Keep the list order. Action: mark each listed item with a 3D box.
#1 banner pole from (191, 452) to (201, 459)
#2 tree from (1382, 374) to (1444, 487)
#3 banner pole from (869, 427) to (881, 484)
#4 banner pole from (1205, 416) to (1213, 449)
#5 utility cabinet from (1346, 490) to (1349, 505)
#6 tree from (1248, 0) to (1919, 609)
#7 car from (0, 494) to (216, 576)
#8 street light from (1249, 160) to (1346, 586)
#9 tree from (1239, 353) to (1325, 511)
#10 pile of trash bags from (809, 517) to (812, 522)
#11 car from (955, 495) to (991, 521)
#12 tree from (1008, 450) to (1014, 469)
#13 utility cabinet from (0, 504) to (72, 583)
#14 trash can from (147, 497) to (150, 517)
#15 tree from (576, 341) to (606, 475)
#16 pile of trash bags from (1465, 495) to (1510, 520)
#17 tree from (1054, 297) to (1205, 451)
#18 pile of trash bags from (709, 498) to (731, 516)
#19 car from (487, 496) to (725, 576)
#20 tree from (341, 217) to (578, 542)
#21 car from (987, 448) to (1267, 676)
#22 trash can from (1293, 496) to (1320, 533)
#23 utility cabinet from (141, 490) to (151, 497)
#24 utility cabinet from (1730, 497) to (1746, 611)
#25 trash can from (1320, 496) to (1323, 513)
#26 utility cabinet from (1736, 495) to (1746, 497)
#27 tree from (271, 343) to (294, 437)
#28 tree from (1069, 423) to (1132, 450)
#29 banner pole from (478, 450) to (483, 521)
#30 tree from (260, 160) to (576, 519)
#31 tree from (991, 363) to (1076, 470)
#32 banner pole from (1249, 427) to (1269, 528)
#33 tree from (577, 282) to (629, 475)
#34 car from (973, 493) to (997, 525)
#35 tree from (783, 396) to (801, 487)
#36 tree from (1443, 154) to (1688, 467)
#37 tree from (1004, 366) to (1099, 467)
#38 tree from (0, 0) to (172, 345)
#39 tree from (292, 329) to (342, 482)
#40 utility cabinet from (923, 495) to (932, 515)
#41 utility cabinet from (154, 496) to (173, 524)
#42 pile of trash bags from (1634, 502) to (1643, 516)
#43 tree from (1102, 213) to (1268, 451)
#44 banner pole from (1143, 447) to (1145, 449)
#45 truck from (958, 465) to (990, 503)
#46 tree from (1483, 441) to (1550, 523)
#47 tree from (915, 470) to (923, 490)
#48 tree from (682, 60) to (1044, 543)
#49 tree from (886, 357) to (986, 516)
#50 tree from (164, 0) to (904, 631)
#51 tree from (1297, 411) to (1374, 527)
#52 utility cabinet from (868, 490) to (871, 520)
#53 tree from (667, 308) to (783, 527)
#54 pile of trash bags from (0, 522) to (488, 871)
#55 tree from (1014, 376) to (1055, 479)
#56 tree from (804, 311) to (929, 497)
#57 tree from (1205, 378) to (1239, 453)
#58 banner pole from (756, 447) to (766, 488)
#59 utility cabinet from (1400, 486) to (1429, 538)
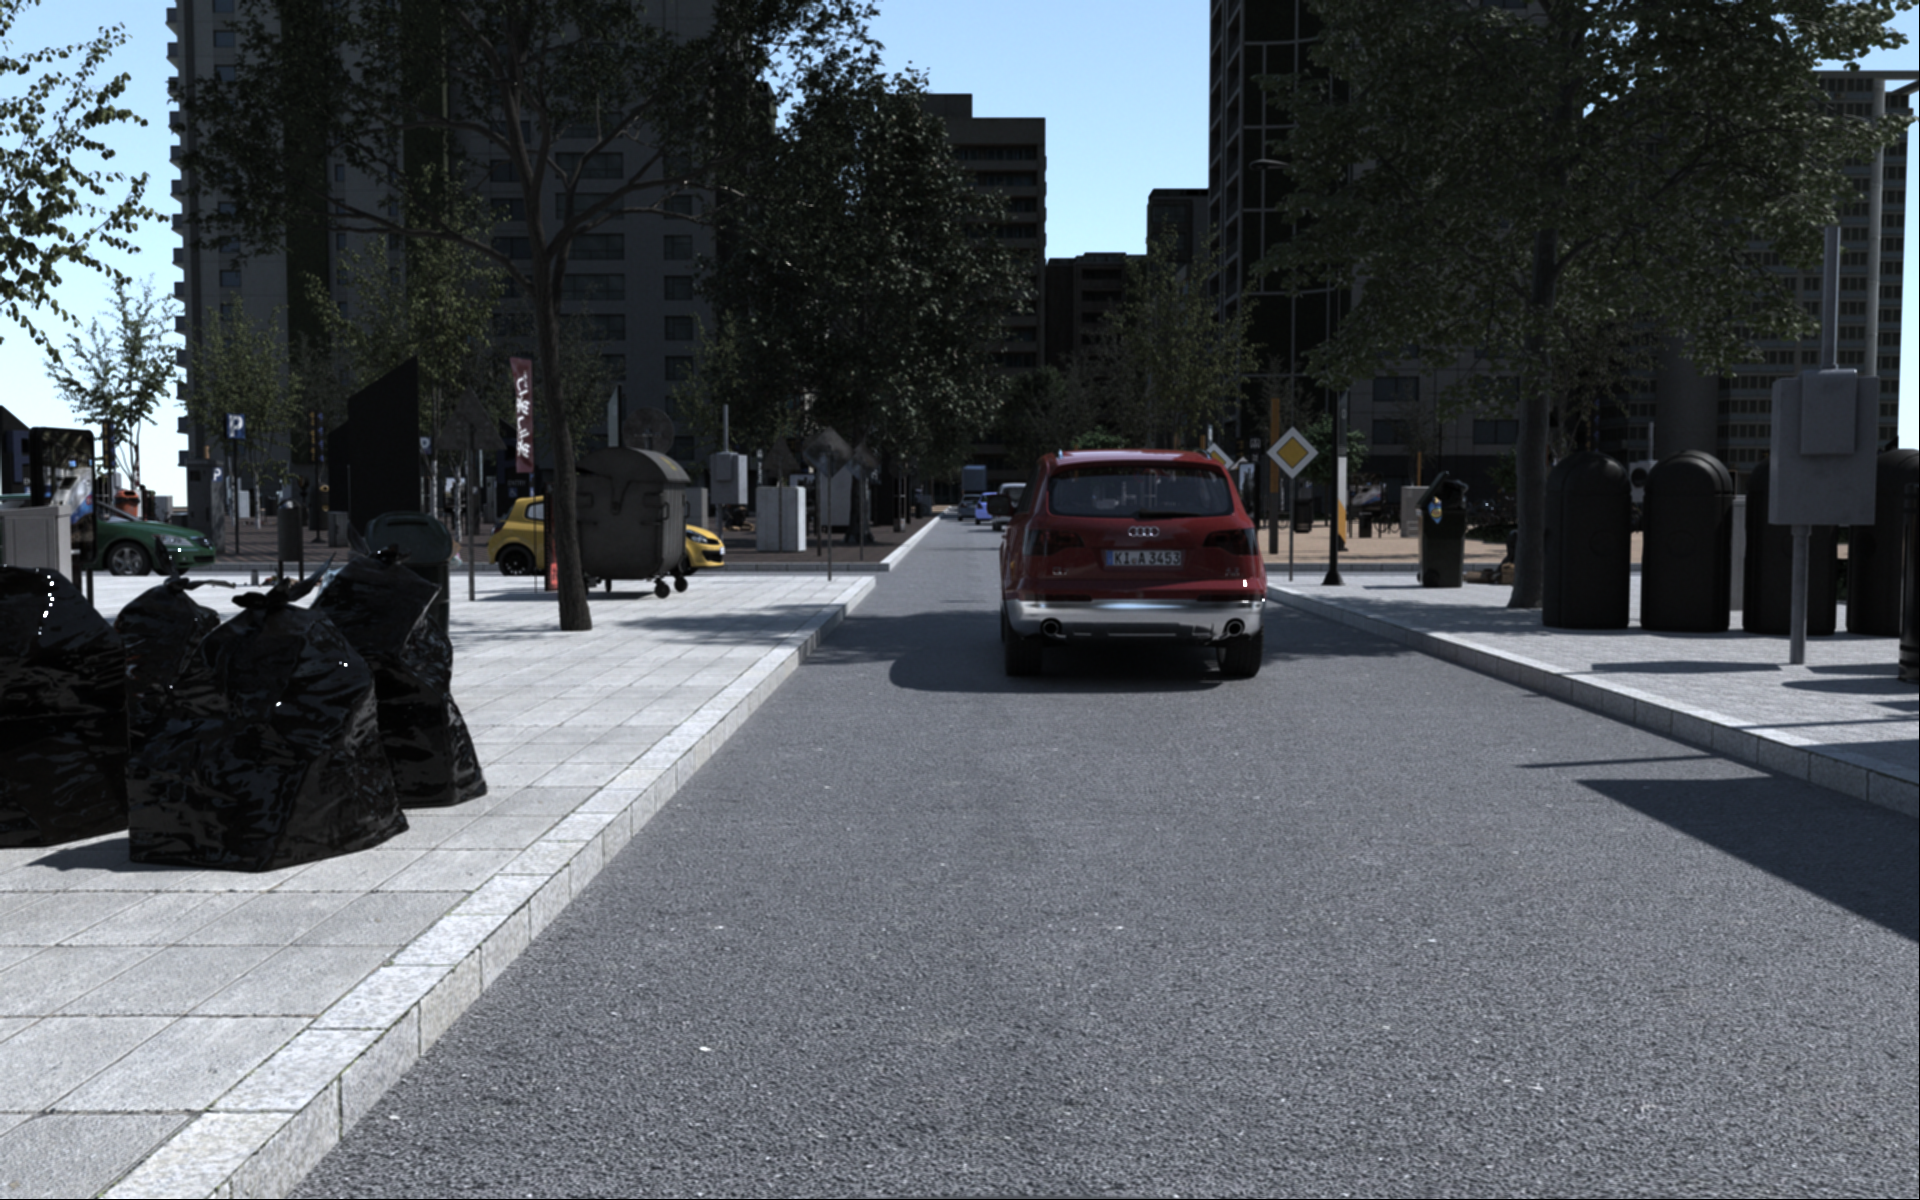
[{"bbox_3d":[-45.022,-6.856,102.113,0.401,3.779,0.863,2,4,27],"label":"banner pole"},{"bbox_3d":[28.129,-9.557,106.625,4.360,8.622,3.978,0,3,0],"label":"tree"},{"bbox_3d":[-2.832,-3.960,54.758,0.863,3.779,0.401,-2,4,-35],"label":"banner pole"},{"bbox_3d":[7.876,-3.966,54.861,0.401,3.779,0.863,2,4,24],"label":"banner pole"},{"bbox_3d":[21.232,-5.224,94.092,0.318,1.500,1.173,-1,4,-22],"label":"utility cabinet"},{"bbox_3d":[6.846,-6.190,19.331,7.486,12.596,7.792,0,3,0],"label":"tree"},{"bbox_3d":[-15.133,-1.067,29.245,4.920,1.459,2.131,0,4,-1],"label":"car"},{"bbox_3d":[4.723,-3.163,24.251,1.470,5.913,1.316,0,4,0],"label":"street light"},{"bbox_3d":[16.867,-8.556,90.249,4.360,8.622,3.978,0,3,0],"label":"tree"},{"bbox_3d":[-6.757,-4.269,79.555,1.912,1.369,3.447,0,4,0],"label":"pile of trash bags"},{"bbox_3d":[0.761,-4.954,92.995,2.014,1.417,4.499,0,4,0],"label":"car"},{"bbox_3d":[6.830,-12.604,156.432,4.360,8.622,3.978,0,3,0],"label":"tree"},{"bbox_3d":[-5.362,0.066,10.084,0.306,1.237,1.020,-2,4,-24],"label":"utility cabinet"},{"bbox_3d":[-38.780,-4.327,82.406,0.748,1.137,0.748,0,3,0],"label":"trash can"},{"bbox_3d":[-18.078,-7.907,79.645,4.737,8.622,4.395,0,3,0],"label":"tree"},{"bbox_3d":[25.708,-4.461,82.695,3.447,1.369,1.912,0,4,-6],"label":"pile of trash bags"},{"bbox_3d":[6.426,-7.032,65.327,4.360,8.622,3.978,0,3,0],"label":"tree"},{"bbox_3d":[-15.328,-5.990,107.683,3.447,1.369,1.912,-3,5,-43],"label":"pile of trash bags"},{"bbox_3d":[-6.054,-1.197,29.796,3.980,1.641,2.015,0,4,1],"label":"car"},{"bbox_3d":[-13.371,-5.877,46.455,4.360,8.622,3.978,0,3,0],"label":"tree"},{"bbox_3d":[1.376,-0.399,15.194,2.281,1.827,5.304,0,4,1],"label":"car"},{"bbox_3d":[11.291,-2.781,57.118,0.748,1.137,0.748,0,3,0],"label":"trash can"},{"bbox_3d":[-40.644,-4.733,86.069,1.173,1.500,0.318,3,4,36],"label":"utility cabinet"},{"bbox_3d":[8.874,-0.496,19.266,1.020,1.237,0.306,-1,4,-19],"label":"utility cabinet"},{"bbox_3d":[21.708,-5.738,105.471,0.748,1.137,0.748,0,3,0],"label":"trash can"},{"bbox_3d":[34.469,-4.016,76.821,1.020,1.237,0.306,-1,4,-21],"label":"utility cabinet"},{"bbox_3d":[-28.837,-7.788,77.690,4.360,8.622,3.978,0,3,0],"label":"tree"},{"bbox_3d":[6.458,-5.912,80.375,4.285,4.588,4.351,0,3,0],"label":"tree"},{"bbox_3d":[-22.563,-5.595,81.492,0.401,3.779,0.863,-2,4,-30],"label":"banner pole"},{"bbox_3d":[-11.753,-5.345,37.748,4.737,8.622,4.395,0,3,0],"label":"tree"},{"bbox_3d":[5.922,-12.921,137.021,9.928,11.665,9.643,0,3,0],"label":"tree"},{"bbox_3d":[11.250,-4.594,65.131,0.863,3.779,0.401,1,4,20],"label":"banner pole"},{"bbox_3d":[-12.698,-6.469,56.133,4.360,8.622,3.978,0,3,0],"label":"tree"},{"bbox_3d":[1.561,-4.400,81.524,1.945,1.707,3.694,0,3,0],"label":"car"},{"bbox_3d":[-10.098,-8.458,88.644,4.737,8.622,4.395,0,3,0],"label":"tree"},{"bbox_3d":[12.829,-5.257,36.320,4.360,8.622,3.978,0,3,0],"label":"tree"},{"bbox_3d":[6.105,-11.679,125.369,8.767,10.594,7.601,-1,4,-22],"label":"tree"},{"bbox_3d":[-11.465,-4.238,19.662,4.737,8.622,4.395,0,3,0],"label":"tree"},{"bbox_3d":[-19.256,-6.554,57.520,4.360,8.622,3.978,0,3,0],"label":"tree"},{"bbox_3d":[-2.262,-5.905,107.716,1.020,1.237,0.306,2,4,26],"label":"utility cabinet"},{"bbox_3d":[-34.734,-3.937,75.538,1.020,1.237,0.306,3,4,36],"label":"utility cabinet"},{"bbox_3d":[30.993,-4.107,76.896,1.912,1.369,3.447,1,4,12],"label":"pile of trash bags"},{"bbox_3d":[5.952,-5.877,46.455,4.737,8.622,4.395,0,3,0],"label":"tree"},{"bbox_3d":[9.913,-6.214,91.620,0.863,3.779,0.401,-2,4,-31],"label":"banner pole"},{"bbox_3d":[1.226,-10.098,154.866,2.967,4.110,18.799,0,4,1],"label":"truck"},{"bbox_3d":[20.423,-4.233,63.810,1.663,3.219,1.824,0,3,0],"label":"tree"},{"bbox_3d":[-3.258,-11.394,136.655,4.737,8.622,4.395,0,3,0],"label":"tree"},{"bbox_3d":[-2.642,-7.868,45.653,9.611,12.733,9.660,0,3,0],"label":"tree"},{"bbox_3d":[-2.157,-12.063,115.356,7.486,12.596,7.792,0,3,0],"label":"tree"},{"bbox_3d":[-3.960,-4.996,16.095,7.601,10.594,8.767,1,4,9],"label":"tree"},{"bbox_3d":[14.581,-5.178,68.374,4.285,4.588,4.351,0,3,0],"label":"tree"},{"bbox_3d":[-3.931,-4.560,83.228,0.318,1.500,1.173,-3,5,-42],"label":"utility cabinet"},{"bbox_3d":[-9.459,-7.155,67.349,4.737,8.622,4.395,0,3,0],"label":"tree"},{"bbox_3d":[-3.648,0.161,7.116,3.447,1.369,1.912,1,4,18],"label":"pile of trash bags"},{"bbox_3d":[5.473,-8.300,86.075,4.360,8.622,3.978,0,3,0],"label":"tree"},{"bbox_3d":[-3.741,-6.965,64.237,4.360,8.622,3.978,0,3,0],"label":"tree"},{"bbox_3d":[15.168,-9.539,106.322,4.360,8.622,3.978,0,3,0],"label":"tree"},{"bbox_3d":[-9.353,-5.620,81.901,0.401,3.779,0.863,2,4,33],"label":"banner pole"},{"bbox_3d":[13.456,-2.563,50.589,1.173,1.500,0.318,-1,4,-23],"label":"utility cabinet"}]
